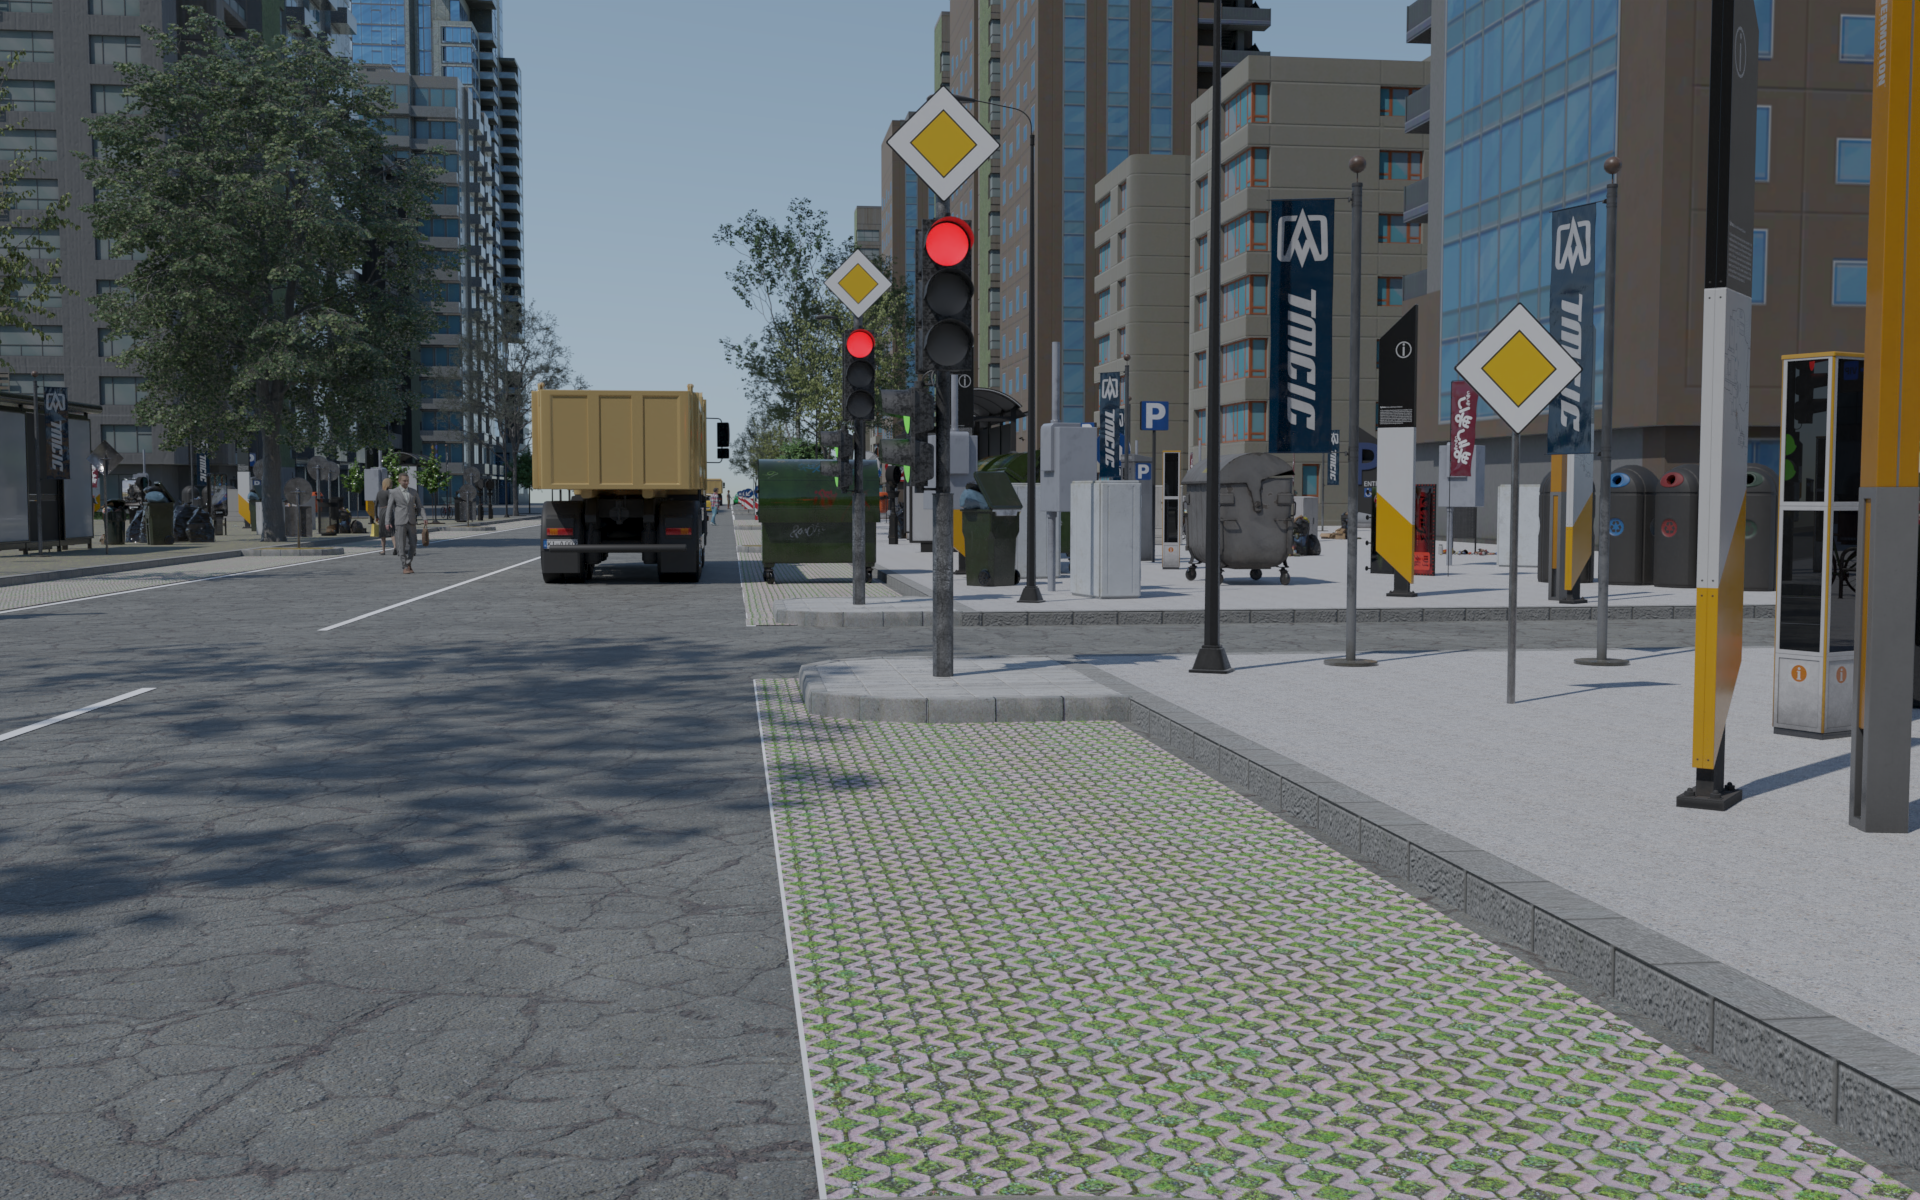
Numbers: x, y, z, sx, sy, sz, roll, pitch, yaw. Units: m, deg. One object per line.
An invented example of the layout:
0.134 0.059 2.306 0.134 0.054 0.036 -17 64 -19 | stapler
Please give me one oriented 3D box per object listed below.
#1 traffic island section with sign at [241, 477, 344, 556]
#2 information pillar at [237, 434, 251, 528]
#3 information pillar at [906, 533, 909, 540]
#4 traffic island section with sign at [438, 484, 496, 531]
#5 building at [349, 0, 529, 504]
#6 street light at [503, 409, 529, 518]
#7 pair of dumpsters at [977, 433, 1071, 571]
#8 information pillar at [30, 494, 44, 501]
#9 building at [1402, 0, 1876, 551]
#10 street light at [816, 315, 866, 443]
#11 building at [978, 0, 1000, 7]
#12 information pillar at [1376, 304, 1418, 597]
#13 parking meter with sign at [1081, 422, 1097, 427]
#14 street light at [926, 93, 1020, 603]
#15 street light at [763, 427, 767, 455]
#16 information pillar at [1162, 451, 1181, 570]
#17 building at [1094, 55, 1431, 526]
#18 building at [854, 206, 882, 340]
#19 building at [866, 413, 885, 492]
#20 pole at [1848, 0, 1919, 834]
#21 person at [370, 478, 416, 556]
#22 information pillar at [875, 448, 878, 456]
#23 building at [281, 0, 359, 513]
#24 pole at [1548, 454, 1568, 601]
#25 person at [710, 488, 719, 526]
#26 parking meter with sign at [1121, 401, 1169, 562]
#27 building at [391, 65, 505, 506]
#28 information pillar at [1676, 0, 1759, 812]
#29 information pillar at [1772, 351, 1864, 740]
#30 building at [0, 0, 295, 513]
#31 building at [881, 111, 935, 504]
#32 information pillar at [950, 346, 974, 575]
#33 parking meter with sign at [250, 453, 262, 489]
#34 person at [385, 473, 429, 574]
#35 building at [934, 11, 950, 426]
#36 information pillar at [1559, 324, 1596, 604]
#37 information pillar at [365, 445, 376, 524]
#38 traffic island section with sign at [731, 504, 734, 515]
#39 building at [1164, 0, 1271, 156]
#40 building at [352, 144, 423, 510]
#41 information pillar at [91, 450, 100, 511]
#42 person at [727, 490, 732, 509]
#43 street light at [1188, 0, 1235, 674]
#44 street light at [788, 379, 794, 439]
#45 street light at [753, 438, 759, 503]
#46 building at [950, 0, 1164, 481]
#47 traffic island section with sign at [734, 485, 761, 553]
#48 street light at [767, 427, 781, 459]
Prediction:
-15.583 -1.956 40.601 1.989 1.847 2.006 0 4 -8 | traffic island section with sign
-26.661 -4.476 64.533 0.504 3.616 0.183 1 4 11 | information pillar
-1.306 -2.673 48.188 0.304 2.012 0.304 1 4 18 | information pillar
-19.134 -3.591 67.337 1.989 1.847 2.006 0 4 -8 | traffic island section with sign
-68.789 -56.086 229.682 22.319 86.520 31.000 0 4 -8 | building
-24.106 -7.433 94.067 1.470 5.913 1.316 0 4 -8 | street light
1.042 -1.661 29.644 1.574 2.255 4.437 0 4 -8 | pair of dumpsters
-34.885 -4.528 65.384 0.504 3.616 0.183 -1 4 -16 | information pillar
20.432 -23.976 42.114 14.200 45.320 14.600 0 4 -8 | building
-3.040 -4.437 45.078 1.470 5.913 1.316 0 4 -8 | street light
8.088 -26.890 123.250 14.154 41.232 14.086 0 4 -8 | building
5.457 -1.849 21.591 0.504 3.616 0.183 3 4 36 | information pillar
2.460 -2.785 41.803 1.738 3.016 0.543 -3 4 -36 | parking meter with sign
0.306 -2.920 20.282 1.470 5.913 1.316 0 4 -8 | street light
-12.939 -9.020 120.016 1.470 5.913 1.316 0 4 -8 | street light
3.601 -1.530 29.508 0.304 2.012 0.304 0 4 8 | information pillar
23.150 -14.656 84.660 27.650 21.520 28.899 0 4 -8 | building
-8.195 -34.524 248.067 14.154 41.232 14.086 0 4 -8 | building
1.453 -23.442 228.308 27.650 21.520 28.899 0 4 -8 | building
3.512 -0.776 6.526 0.158 3.312 0.155 0 3 0 | pole
-13.238 -1.935 40.359 0.699 1.804 1.509 -2 4 -33 | person
-4.270 -5.870 87.336 0.183 3.616 0.504 -2 4 -24 | information pillar
-54.138 -30.488 118.092 23.786 49.044 30.456 0 4 -8 | building
7.209 -1.648 20.793 0.158 3.312 0.155 0 3 0 | pole
-11.179 -4.248 78.792 0.643 1.720 0.563 -3 5 -39 | person
3.423 -2.269 33.353 0.543 3.016 1.738 -1 4 -16 | parking meter with sign
-65.568 -35.517 200.313 23.786 49.044 30.456 0 4 -8 | building
3.157 -0.965 7.141 0.183 3.616 0.504 3 4 36 | information pillar
4.544 -0.285 9.153 0.304 2.012 0.304 -2 4 -30 | information pillar
-46.634 -25.279 96.901 14.154 41.232 14.086 0 4 -8 | building
-1.731 -33.878 204.012 14.600 45.320 14.200 0 4 -8 | building
-0.005 -2.209 27.467 0.504 3.616 0.183 -1 4 -14 | information pillar
-29.991 -4.731 73.620 0.543 3.016 1.738 -3 4 -36 | parking meter with sign
-9.942 -1.377 31.137 0.709 1.813 0.853 -3 4 -38 | person
4.532 -28.635 151.777 14.154 41.232 14.086 0 4 -8 | building
7.256 -1.768 20.266 0.504 3.616 0.183 -3 5 -43 | information pillar
-25.055 -5.026 73.536 0.183 3.616 0.504 1 4 17 | information pillar
-8.058 -3.723 69.499 1.989 1.847 2.006 0 4 -8 | traffic island section with sign
10.446 -28.060 108.894 14.600 45.320 14.200 0 4 -8 | building
-52.677 -22.638 141.834 14.160 30.474 14.107 0 4 -8 | building
-44.152 -5.932 88.337 0.183 3.616 0.504 3 5 39 | information pillar
-21.878 -9.513 164.044 0.705 1.824 1.348 1 4 11 | person
1.280 -2.429 12.261 1.470 5.913 1.316 0 4 -8 | street light
-6.320 -5.949 69.812 1.470 5.913 1.316 0 4 -8 | street light
-16.319 -10.532 144.737 1.470 5.913 1.316 0 4 -8 | street light
6.944 -29.792 137.213 14.600 45.320 14.200 0 4 -8 | building
-4.506 -2.089 42.778 1.989 1.847 2.006 0 4 -8 | traffic island section with sign
-9.649 -7.471 94.687 1.470 5.913 1.316 0 4 -8 | street light
